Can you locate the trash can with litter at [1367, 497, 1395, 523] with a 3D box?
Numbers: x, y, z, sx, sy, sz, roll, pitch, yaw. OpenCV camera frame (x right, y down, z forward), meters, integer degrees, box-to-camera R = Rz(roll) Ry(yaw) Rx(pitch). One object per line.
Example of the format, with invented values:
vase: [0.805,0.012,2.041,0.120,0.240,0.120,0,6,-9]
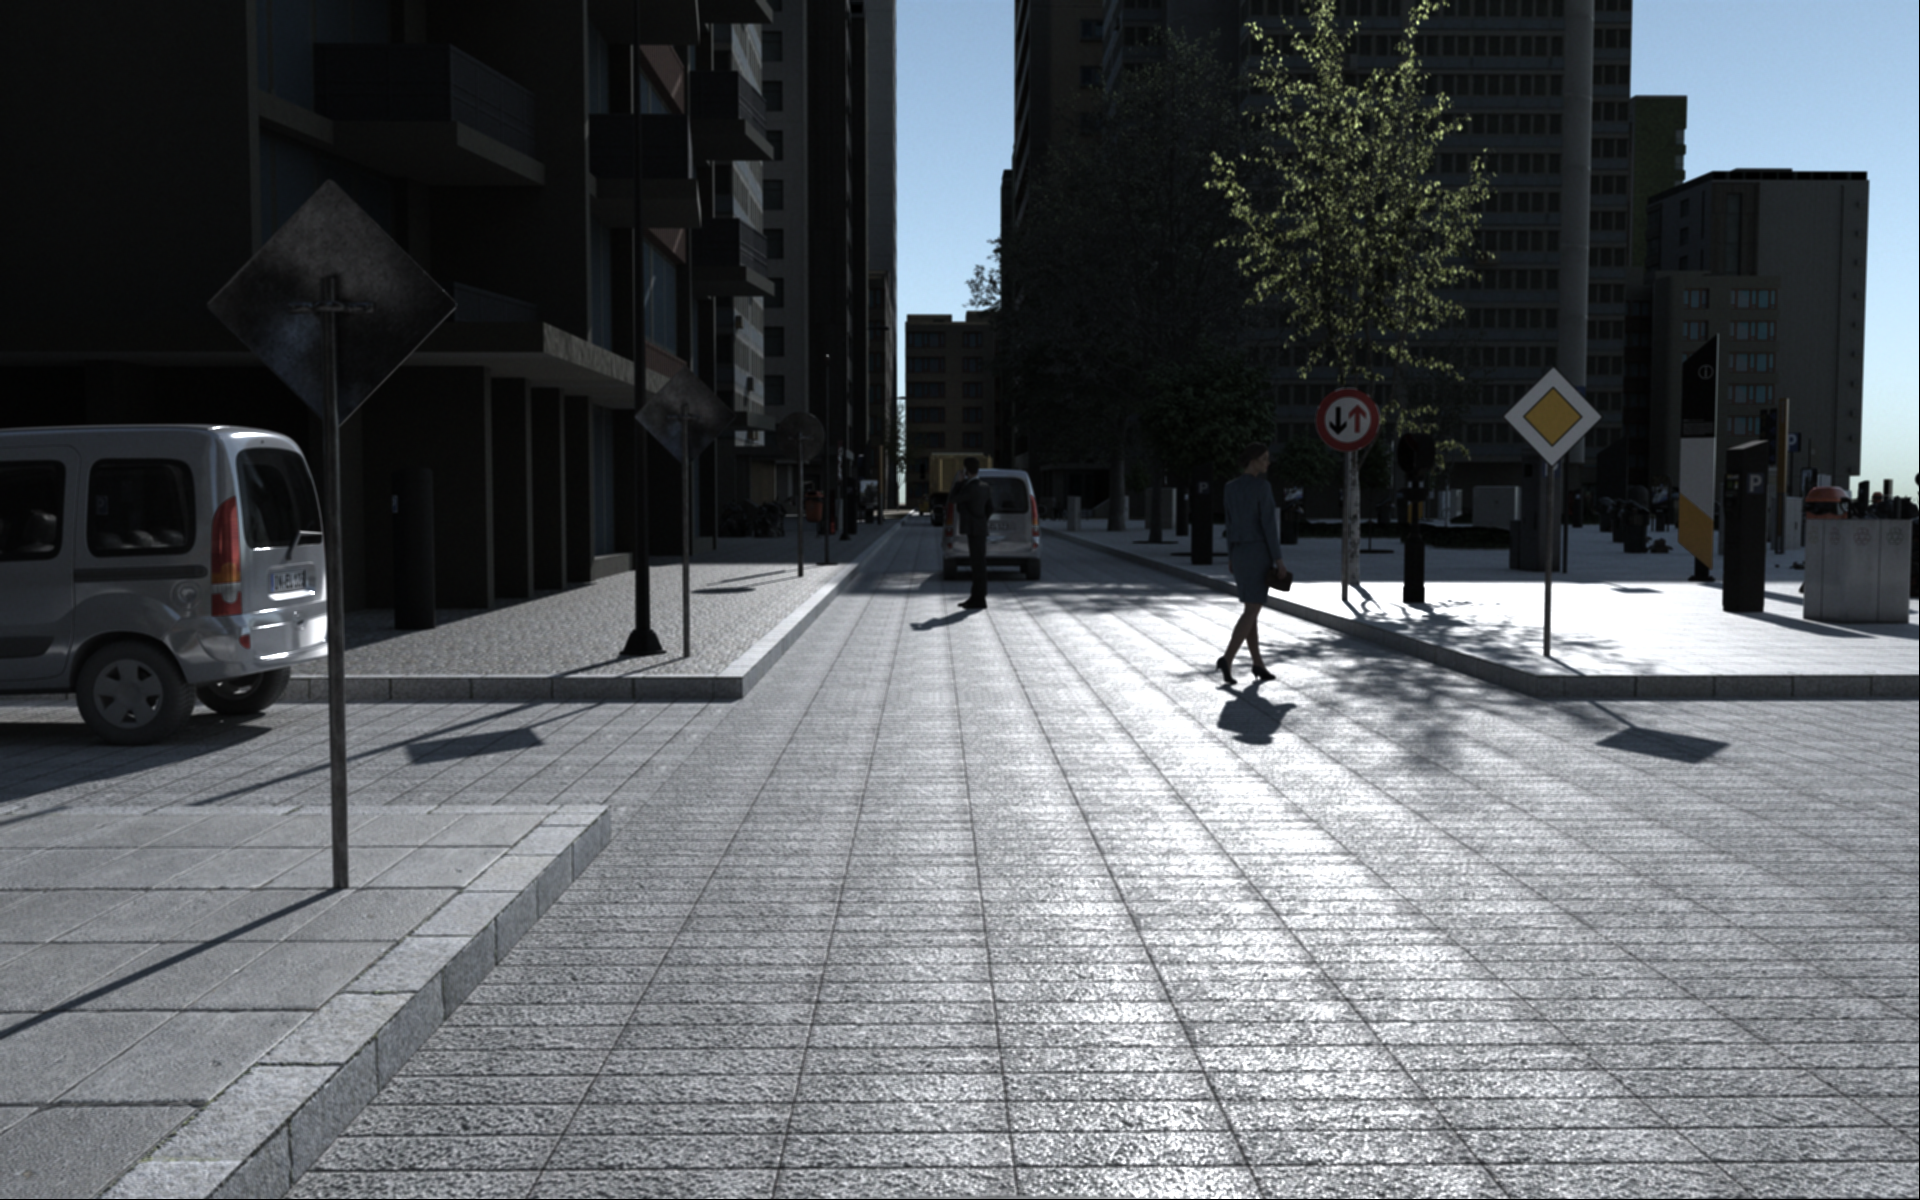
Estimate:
trash can with litter: [15.345,-3.186,63.477,1.055,1.170,0.624,-1,4,-15]

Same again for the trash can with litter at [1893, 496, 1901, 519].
trash can with litter: [35.250,-3.332,65.529,1.678,1.210,2.233,3,5,39]

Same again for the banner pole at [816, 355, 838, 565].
banner pole: [-2.426,-2.540,31.542,0.401,3.779,0.863,0,4,-4]

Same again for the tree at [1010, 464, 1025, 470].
tree: [3.634,-7.084,110.431,1.663,3.219,1.824,0,3,0]

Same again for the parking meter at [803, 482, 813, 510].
parking meter: [-7.136,-4.628,81.384,0.399,1.863,0.255,-2,4,-27]

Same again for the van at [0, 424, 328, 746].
van: [-6.061,-0.219,10.591,4.112,2.044,2.013,0,4,1]

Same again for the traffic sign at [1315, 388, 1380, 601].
traffic sign: [4.642,-1.267,20.824,0.768,2.556,0.104,0,4,4]

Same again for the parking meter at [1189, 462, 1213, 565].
parking meter: [4.378,-1.573,31.435,0.399,1.863,0.255,0,4,-2]

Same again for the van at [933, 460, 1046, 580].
van: [0.527,-1.423,30.277,2.013,2.044,4.112,0,4,0]

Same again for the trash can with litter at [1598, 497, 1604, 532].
trash can with litter: [22.016,-2.877,58.419,0.624,1.170,1.055,-1,4,-15]

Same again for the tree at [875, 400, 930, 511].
tree: [-4.651,-11.222,133.846,4.737,8.622,4.395,0,3,0]

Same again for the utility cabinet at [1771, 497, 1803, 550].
utility cabinet: [19.136,-1.769,40.084,1.020,1.237,0.306,-3,5,-42]

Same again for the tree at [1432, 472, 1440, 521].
tree: [21.901,-5.328,81.712,1.663,3.219,1.824,0,3,0]

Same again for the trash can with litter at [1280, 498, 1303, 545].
trash can with litter: [8.156,-1.999,44.077,1.055,1.170,0.624,0,4,-7]

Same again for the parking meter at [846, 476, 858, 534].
parking meter: [-3.481,-3.042,55.443,0.399,1.863,0.255,1,4,12]

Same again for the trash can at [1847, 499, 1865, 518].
trash can: [27.152,-2.513,52.747,0.748,1.137,0.748,0,3,0]

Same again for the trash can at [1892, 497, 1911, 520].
trash can: [39.424,-3.721,72.493,0.748,1.137,0.748,0,3,0]

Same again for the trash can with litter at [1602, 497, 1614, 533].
trash can with litter: [17.771,-2.115,45.962,1.055,1.170,0.624,0,4,-8]

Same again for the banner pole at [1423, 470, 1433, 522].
banner pole: [21.513,-5.523,80.325,0.863,3.779,0.401,1,4,10]

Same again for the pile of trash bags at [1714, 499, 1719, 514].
pile of trash bags: [35.621,-4.417,81.968,3.447,1.369,1.912,-3,5,-43]

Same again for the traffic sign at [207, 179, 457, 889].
traffic sign: [-2.015,-0.119,5.583,0.795,2.450,0.064,0,4,-1]

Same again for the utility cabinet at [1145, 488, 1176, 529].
utility cabinet: [7.296,-3.322,62.989,1.173,1.500,0.318,3,5,39]

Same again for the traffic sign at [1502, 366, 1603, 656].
traffic sign: [4.646,-0.613,13.660,0.795,2.450,0.064,0,4,-1]

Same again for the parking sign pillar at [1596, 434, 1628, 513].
parking sign pillar: [29.410,-5.483,78.120,1.447,3.967,1.447,2,4,27]

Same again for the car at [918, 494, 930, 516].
car: [-1.861,-6.489,116.313,2.015,1.641,3.980,0,4,0]

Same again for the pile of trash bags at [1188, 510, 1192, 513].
pile of trash bags: [11.695,-4.756,87.511,1.912,1.369,3.447,1,4,20]

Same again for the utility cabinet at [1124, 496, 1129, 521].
utility cabinet: [7.789,-4.407,83.212,0.306,1.237,1.020,2,4,30]

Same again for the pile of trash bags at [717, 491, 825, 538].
pile of trash bags: [-5.616,-2.563,51.651,3.447,1.369,1.912,1,4,20]

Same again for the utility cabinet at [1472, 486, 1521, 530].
utility cabinet: [14.916,-2.423,48.294,1.173,1.500,0.318,2,4,35]

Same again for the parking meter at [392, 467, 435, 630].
parking meter: [-5.194,-0.493,16.465,0.372,1.533,0.369,0,3,0]

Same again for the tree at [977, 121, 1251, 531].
tree: [5.350,-9.371,59.875,9.857,13.997,8.962,0,3,0]

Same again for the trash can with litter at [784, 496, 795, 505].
trash can with litter: [-8.490,-4.429,83.805,1.055,1.170,0.624,2,4,23]

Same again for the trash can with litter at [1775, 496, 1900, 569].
trash can with litter: [15.026,-1.154,29.918,1.678,1.210,2.233,3,4,37]

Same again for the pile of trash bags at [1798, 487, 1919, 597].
pile of trash bags: [11.631,-0.750,22.021,3.447,1.369,1.912,-3,5,-41]

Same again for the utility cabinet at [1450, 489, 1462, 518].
utility cabinet: [22.404,-4.251,78.189,0.318,1.500,1.173,2,4,27]

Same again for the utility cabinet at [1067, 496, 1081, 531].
utility cabinet: [3.964,-2.990,60.043,0.306,1.237,1.020,1,4,15]

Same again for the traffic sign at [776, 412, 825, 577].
traffic sign: [-2.481,-1.638,26.892,0.768,2.556,0.104,0,4,7]

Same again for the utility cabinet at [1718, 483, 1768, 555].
utility cabinet: [16.422,-1.689,36.288,1.173,1.500,0.318,-2,4,-30]

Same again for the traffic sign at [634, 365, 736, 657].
traffic sign: [-2.147,-0.607,13.567,0.795,2.450,0.064,0,4,-1]

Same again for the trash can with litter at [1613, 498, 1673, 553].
trash can with litter: [14.979,-1.618,37.843,1.055,1.170,0.624,0,3,0]

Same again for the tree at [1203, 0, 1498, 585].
tree: [5.514,-4.510,24.097,4.360,8.622,3.978,0,3,0]

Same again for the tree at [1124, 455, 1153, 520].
tree: [8.781,-5.615,86.413,1.663,3.219,1.824,0,3,0]

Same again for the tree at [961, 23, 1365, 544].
tree: [5.226,-8.217,44.720,12.009,13.543,11.850,0,3,0]

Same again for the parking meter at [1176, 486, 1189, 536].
parking meter: [6.827,-2.738,53.175,0.372,1.533,0.369,0,3,0]

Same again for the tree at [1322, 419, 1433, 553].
tree: [9.048,-2.652,37.966,1.663,3.219,1.824,0,3,0]

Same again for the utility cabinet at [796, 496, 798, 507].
utility cabinet: [-7.777,-4.682,87.709,1.020,1.237,0.306,1,4,20]

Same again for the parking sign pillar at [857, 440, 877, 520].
parking sign pillar: [-4.723,-5.937,85.542,1.447,3.967,1.447,1,4,9]

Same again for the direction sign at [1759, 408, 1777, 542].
direction sign: [21.525,-3.315,46.200,0.379,3.537,0.876,0,4,-1]

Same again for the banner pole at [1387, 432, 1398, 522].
banner pole: [17.416,-4.887,69.916,0.401,3.779,0.863,1,4,23]

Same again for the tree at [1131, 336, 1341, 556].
tree: [5.192,-3.215,36.287,4.285,4.588,4.351,0,3,0]
